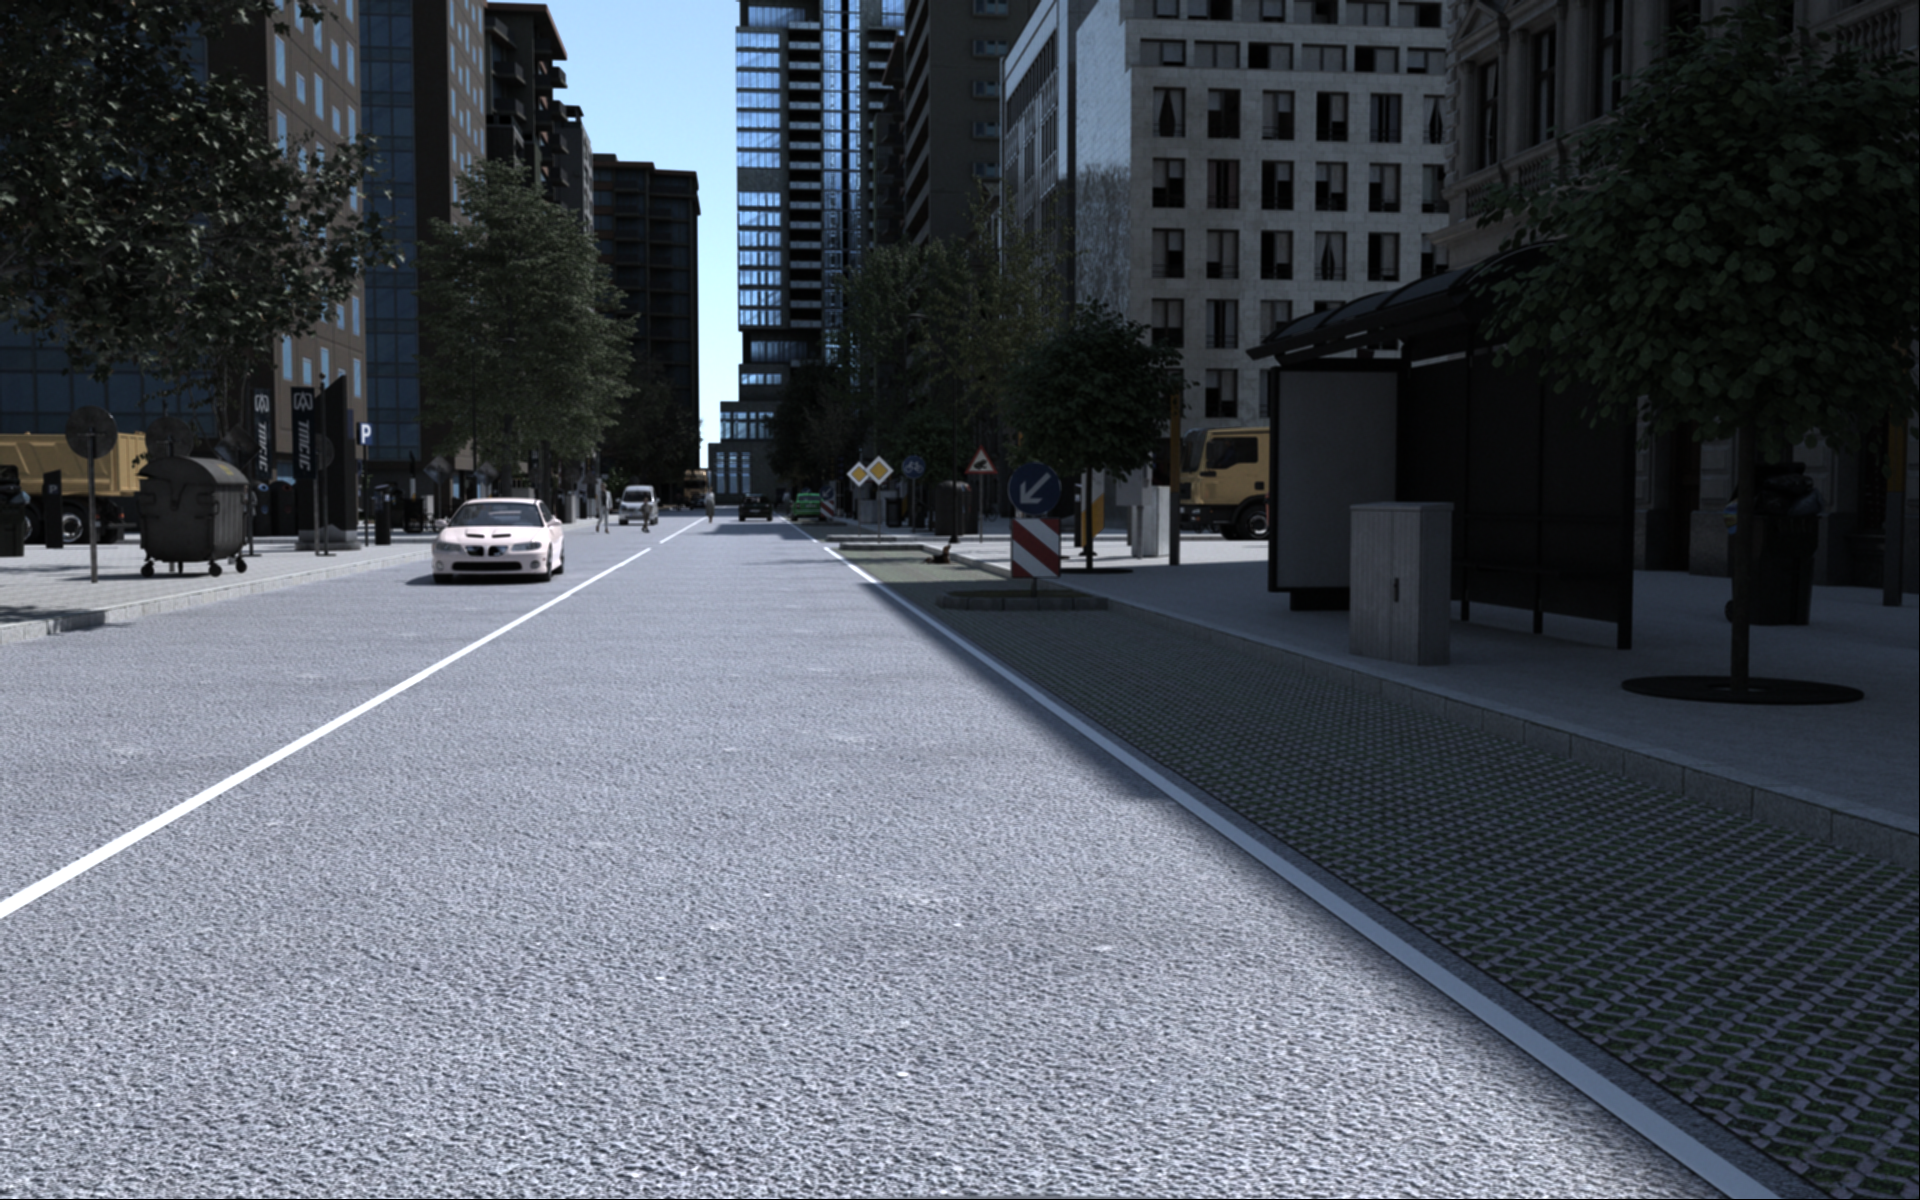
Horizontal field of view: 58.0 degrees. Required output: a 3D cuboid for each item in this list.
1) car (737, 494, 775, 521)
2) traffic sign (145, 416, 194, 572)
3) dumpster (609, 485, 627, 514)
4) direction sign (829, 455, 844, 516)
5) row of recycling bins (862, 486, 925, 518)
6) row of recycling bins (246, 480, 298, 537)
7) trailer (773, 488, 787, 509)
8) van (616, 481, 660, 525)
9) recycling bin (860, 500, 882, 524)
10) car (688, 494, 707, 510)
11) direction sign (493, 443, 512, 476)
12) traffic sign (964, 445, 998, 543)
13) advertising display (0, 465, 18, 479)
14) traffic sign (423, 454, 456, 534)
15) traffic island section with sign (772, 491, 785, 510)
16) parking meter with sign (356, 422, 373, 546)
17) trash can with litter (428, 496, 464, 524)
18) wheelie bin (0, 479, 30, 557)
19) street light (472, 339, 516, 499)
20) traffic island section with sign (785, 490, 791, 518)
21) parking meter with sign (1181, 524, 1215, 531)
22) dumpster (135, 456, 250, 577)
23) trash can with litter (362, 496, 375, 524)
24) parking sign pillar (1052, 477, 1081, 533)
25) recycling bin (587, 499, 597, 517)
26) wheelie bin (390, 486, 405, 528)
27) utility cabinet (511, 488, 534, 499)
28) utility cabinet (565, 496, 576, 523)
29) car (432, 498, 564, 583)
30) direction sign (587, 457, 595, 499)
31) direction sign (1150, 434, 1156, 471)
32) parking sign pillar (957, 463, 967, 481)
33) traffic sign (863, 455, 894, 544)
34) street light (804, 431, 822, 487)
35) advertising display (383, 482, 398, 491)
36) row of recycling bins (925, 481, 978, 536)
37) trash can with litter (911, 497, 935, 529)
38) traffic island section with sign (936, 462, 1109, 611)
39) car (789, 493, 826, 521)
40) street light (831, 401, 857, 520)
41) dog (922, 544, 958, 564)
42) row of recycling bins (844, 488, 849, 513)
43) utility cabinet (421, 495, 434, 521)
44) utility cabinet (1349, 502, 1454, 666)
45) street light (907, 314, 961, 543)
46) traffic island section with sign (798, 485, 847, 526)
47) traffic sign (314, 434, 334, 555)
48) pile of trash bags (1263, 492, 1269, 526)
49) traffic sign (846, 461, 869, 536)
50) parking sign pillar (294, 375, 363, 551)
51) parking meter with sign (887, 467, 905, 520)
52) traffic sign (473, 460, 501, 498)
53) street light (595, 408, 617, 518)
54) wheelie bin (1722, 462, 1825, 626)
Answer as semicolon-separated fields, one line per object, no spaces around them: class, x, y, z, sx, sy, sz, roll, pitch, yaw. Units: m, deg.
car;-10.843;-5.030;92.026;2.009;1.686;4.222;0;4;-5
traffic sign;-12.961;-1.731;28.410;0.768;2.556;0.104;0;4;-5
dumpster;-25.017;-7.492;124.995;1.502;2.255;1.985;0;4;-7
direction sign;-7.245;-6.689;101.367;0.876;3.537;0.379;0;4;-2
row of recycling bins;-3.525;-5.290;93.600;3.534;1.692;1.069;-1;4;-13
row of recycling bins;-21.093;-2.795;52.817;1.069;1.692;3.534;2;4;28
trailer;-17.691;-10.030;171.032;1.471;1.999;3.904;-1;4;-8
van;-15.042;-4.529;81.059;2.013;2.044;4.112;0;4;-7
recycling bin;-3.863;-3.817;74.962;0.722;1.027;0.722;3;4;38
car;-23.813;-9.082;158.278;2.009;1.686;4.222;0;4;-7
direction sign;-20.210;-5.173;76.575;0.379;3.537;0.876;3;5;43
traffic sign;0.551;-2.779;45.436;0.884;2.594;0.081;0;4;-4
advertising display;-21.401;-2.029;38.388;0.974;1.923;0.123;-1;4;-22
traffic sign;-13.064;-2.438;43.497;0.795;2.450;0.064;0;4;-7
traffic island section with sign;-18.725;-10.517;180.577;1.989;1.847;2.006;0;4;-7
parking meter with sign;-15.323;-2.829;42.509;1.738;3.016;0.543;1;4;14
trash can with litter;-22.202;-3.923;75.197;2.233;1.210;1.678;-1;4;-14
wheelie bin;-19.529;-1.685;35.461;0.693;1.594;0.980;3;5;41
street light;-13.974;-4.850;51.835;1.470;5.913;1.316;0;4;-7
traffic island section with sign;-9.423;-5.878;104.733;1.989;1.847;2.006;0;4;-7
parking meter with sign;8.103;-3.941;60.696;1.738;3.016;0.543;0;4;1
dumpster;-12.127;-1.324;27.402;1.264;1.857;1.865;0;4;-7
trash can with litter;-25.402;-3.936;75.417;1.678;1.210;2.233;0;4;-4
parking sign pillar;3.755;-4.268;58.254;1.447;3.967;1.447;2;4;34
recycling bin;-20.672;-5.161;96.931;0.722;1.027;0.722;-3;5;-44
wheelie bin;-21.541;-3.560;66.118;0.693;1.594;0.980;-2;4;-27
utility cabinet;-15.462;-3.185;60.746;1.173;1.500;0.318;2;4;28
utility cabinet;-17.084;-3.963;75.961;0.306;1.237;1.020;0;4;-2
car;-7.838;-1.057;29.651;2.083;1.381;4.827;-1;4;-9
direction sign;-22.703;-7.006;106.551;0.379;3.537;0.876;1;4;19
direction sign;6.358;-4.016;57.664;0.379;3.537;0.876;2;4;25
parking sign pillar;-0.268;-6.280;91.143;1.447;3.967;1.447;2;4;30
traffic sign;-2.099;-2.518;44.816;0.795;2.450;0.064;0;4;-7
street light;-10.711;-9.439;126.871;1.470;5.913;1.316;0;4;-7
advertising display;-29.965;-5.258;91.182;0.974;1.923;0.123;2;4;32
row of recycling bins;-0.135;-2.892;54.403;1.069;1.692;3.534;1;4;11
trash can with litter;-1.287;-3.246;64.458;1.055;1.170;0.624;1;4;12
traffic island section with sign;0.723;-0.822;22.060;1.989;1.847;2.006;0;4;-7
car;-8.032;-5.076;91.792;1.959;1.807;4.718;0;4;-8
street light;-5.714;-6.943;86.067;1.470;5.913;1.316;0;4;-7
dog;-0.435;-0.936;35.491;0.748;0.427;0.550;3;5;43
row of recycling bins;-7.889;-6.852;119.149;1.069;1.692;3.534;1;4;21
utility cabinet;-24.997;-4.289;81.283;0.306;1.237;1.020;0;4;0
utility cabinet;3.391;-0.137;13.401;0.306;1.237;1.020;-1;4;-18
street light;-0.681;-4.428;44.940;1.470;5.913;1.316;0;4;-7
traffic island section with sign;-6.136;-4.242;77.977;1.989;1.847;2.006;0;4;-7
traffic sign;-13.591;-2.229;36.543;0.768;2.556;0.104;0;4;-1
pile of trash bags;8.939;-2.058;43.409;3.447;1.369;1.912;-3;4;-36
traffic sign;-3.071;-3.003;52.742;0.795;2.450;0.064;0;4;-7
parking sign pillar;-14.485;-3.126;39.585;1.447;3.967;1.447;1;4;18
parking meter with sign;-3.260;-5.552;87.032;0.543;3.016;1.738;-2;4;-28
traffic sign;-14.036;-2.922;51.423;0.795;2.450;0.064;0;4;-7
street light;-18.927;-7.373;93.092;1.470;5.913;1.316;0;4;-7
wheelie bin;8.053;-0.561;17.081;0.980;1.594;0.693;-1;4;-11
